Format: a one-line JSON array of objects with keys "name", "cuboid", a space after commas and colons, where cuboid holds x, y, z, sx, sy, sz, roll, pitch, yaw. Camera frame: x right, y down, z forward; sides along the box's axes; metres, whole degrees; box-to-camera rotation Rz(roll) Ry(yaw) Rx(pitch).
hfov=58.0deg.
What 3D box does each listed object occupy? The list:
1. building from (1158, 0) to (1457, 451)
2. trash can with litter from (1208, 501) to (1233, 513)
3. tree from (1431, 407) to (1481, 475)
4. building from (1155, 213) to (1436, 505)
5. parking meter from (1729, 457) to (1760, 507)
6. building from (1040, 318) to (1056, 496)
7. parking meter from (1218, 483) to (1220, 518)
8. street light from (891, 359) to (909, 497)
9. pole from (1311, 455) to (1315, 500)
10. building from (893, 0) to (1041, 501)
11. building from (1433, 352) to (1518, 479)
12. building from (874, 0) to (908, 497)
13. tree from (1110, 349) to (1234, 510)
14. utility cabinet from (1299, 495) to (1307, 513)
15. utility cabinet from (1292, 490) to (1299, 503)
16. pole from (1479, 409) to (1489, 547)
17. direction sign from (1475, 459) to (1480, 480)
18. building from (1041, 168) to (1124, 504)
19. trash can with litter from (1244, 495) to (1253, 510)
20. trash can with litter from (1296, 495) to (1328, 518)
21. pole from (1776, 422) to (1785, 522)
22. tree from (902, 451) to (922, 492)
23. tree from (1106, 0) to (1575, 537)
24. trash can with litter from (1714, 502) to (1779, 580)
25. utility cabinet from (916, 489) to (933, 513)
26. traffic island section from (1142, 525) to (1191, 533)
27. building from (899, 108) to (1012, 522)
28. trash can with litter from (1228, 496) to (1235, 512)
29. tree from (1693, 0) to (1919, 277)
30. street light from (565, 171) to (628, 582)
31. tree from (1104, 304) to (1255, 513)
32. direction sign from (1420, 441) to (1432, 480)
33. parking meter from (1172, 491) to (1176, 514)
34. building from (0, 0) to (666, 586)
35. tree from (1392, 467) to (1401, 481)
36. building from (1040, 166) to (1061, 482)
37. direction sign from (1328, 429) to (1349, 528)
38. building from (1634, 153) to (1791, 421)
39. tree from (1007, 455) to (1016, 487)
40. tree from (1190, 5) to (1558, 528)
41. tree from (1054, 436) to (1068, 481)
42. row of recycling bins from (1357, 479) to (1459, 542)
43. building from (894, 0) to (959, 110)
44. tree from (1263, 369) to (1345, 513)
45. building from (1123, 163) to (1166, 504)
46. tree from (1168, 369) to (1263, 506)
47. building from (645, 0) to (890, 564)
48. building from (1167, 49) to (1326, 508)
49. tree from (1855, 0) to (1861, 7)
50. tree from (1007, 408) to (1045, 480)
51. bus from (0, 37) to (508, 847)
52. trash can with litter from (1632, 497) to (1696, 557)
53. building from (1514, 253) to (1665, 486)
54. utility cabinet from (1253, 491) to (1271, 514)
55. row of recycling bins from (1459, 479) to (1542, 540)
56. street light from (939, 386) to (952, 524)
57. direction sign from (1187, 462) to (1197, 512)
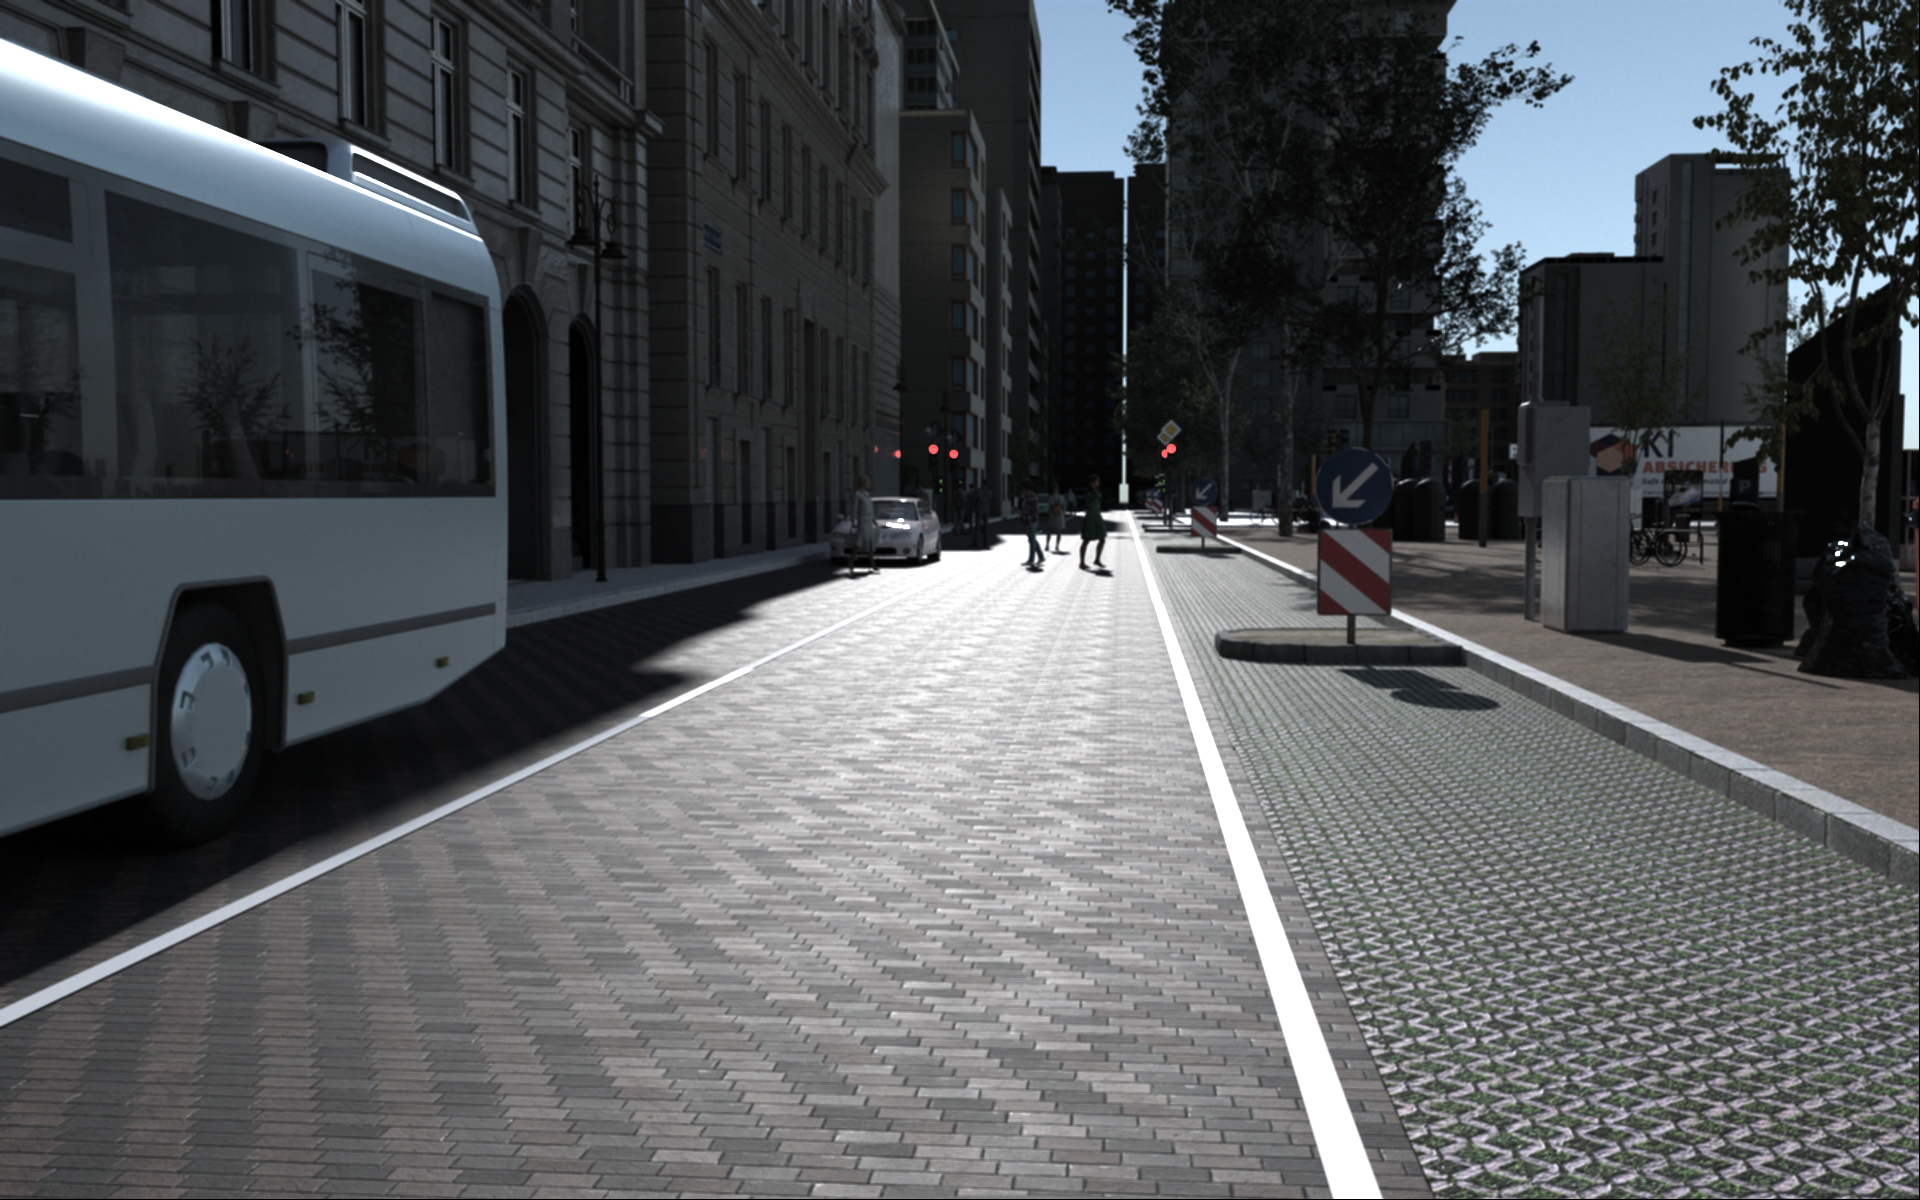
[{"name": "building", "cuboid": [35.499, -36.329, 183.212, 28.713, 52.752, 27.495, 0, 4, 5]}, {"name": "trash can with litter", "cuboid": [17.427, -6.530, 117.829, 2.233, 1.210, 1.678, 1, 4, 8]}, {"name": "tree", "cuboid": [40.670, -11.729, 142.138, 4.737, 8.622, 4.395, 0, 3, 0]}, {"name": "building", "cuboid": [39.962, -31.627, 208.986, 32.217, 40.220, 23.993, 0, 4, 5]}, {"name": "parking meter", "cuboid": [12.102, -1.287, 26.747, 0.399, 1.863, 0.255, 2, 4, 28]}, {"name": "building", "cuboid": [-4.138, -20.858, 186.069, 27.650, 21.520, 28.899, 0, 4, 5]}, {"name": "parking meter", "cuboid": [14.317, -5.443, 94.699, 0.399, 1.863, 0.255, -1, 4, -9]}, {"name": "street light", "cuboid": [-2.024, -5.299, 59.434, 0.468, 5.910, 1.993, 0, 4, 5]}, {"name": "pole", "cuboid": [18.320, -5.876, 89.908, 0.158, 3.312, 0.155, 0, 3, 0]}, {"name": "building", "cuboid": [-3.720, -32.795, 159.894, 21.300, 48.544, 21.600, 0, 4, 5]}, {"name": "building", "cuboid": [79.557, -24.159, 240.045, 28.899, 21.520, 27.650, 0, 4, 5]}, {"name": "building", "cuboid": [-11.477, -12.974, 61.283, 18.267, 20.994, 9.793, 0, 4, 5]}, {"name": "tree", "cuboid": [17.534, -14.204, 142.599, 12.009, 13.543, 11.850, 0, 3, 0]}, {"name": "utility cabinet", "cuboid": [22.026, -6.190, 112.364, 1.020, 1.237, 0.306, -2, 4, -29]}, {"name": "utility cabinet", "cuboid": [18.723, -5.497, 98.562, 0.318, 1.500, 1.173, -3, 5, -45]}, {"name": "pole", "cuboid": [12.650, -2.935, 41.829, 0.158, 3.312, 0.155, 0, 3, 0]}, {"name": "direction sign", "cuboid": [33.016, -7.282, 111.061, 0.379, 3.537, 0.876, -3, 5, -44]}, {"name": "building", "cuboid": [15.434, -36.049, 239.503, 14.200, 45.320, 14.600, 0, 4, 5]}, {"name": "trash can with litter", "cuboid": [23.099, -7.741, 137.623, 1.678, 1.210, 2.233, 2, 4, 35]}, {"name": "trash can with litter", "cuboid": [18.907, -5.085, 94.195, 2.233, 1.210, 1.678, 1, 4, 13]}, {"name": "pole", "cuboid": [22.989, -3.342, 48.479, 0.158, 3.312, 0.155, 0, 3, 0]}, {"name": "tree", "cuboid": [-2.564, -4.453, 67.413, 1.663, 3.219, 1.824, 0, 3, 0]}, {"name": "tree", "cuboid": [10.628, -11.912, 50.643, 12.611, 20.169, 13.585, 0, 3, 0]}, {"name": "trash can with litter", "cuboid": [11.655, -0.866, 25.546, 1.055, 1.170, 0.624, -3, 5, -40]}, {"name": "utility cabinet", "cuboid": [-1.487, -4.006, 74.170, 0.318, 1.500, 1.173, 2, 4, 26]}, {"name": "traffic island section", "cuboid": [7.951, -2.629, 65.257, 2.009, 0.180, 2.903, 0, 4, 5]}, {"name": "building", "cuboid": [-11.943, -15.202, 93.596, 27.650, 21.520, 28.899, 0, 4, 5]}, {"name": "trash can with litter", "cuboid": [19.467, -6.910, 124.369, 0.624, 1.170, 1.055, -1, 4, -14]}, {"name": "tree", "cuboid": [9.488, -4.124, 17.794, 4.737, 8.622, 4.395, 0, 3, 0]}, {"name": "street light", "cuboid": [-5.258, -3.207, 25.222, 0.468, 5.910, 1.993, 0, 4, 5]}, {"name": "tree", "cuboid": [14.558, -12.724, 114.691, 9.857, 13.997, 8.962, 0, 3, 0]}, {"name": "direction sign", "cuboid": [19.813, -5.001, 73.765, 0.379, 3.537, 0.876, -1, 4, -16]}, {"name": "parking meter", "cuboid": [13.838, -6.357, 112.353, 0.372, 1.533, 0.369, 0, 3, 0]}, {"name": "building", "cuboid": [-12.424, -10.858, 19.323, 13.314, 21.916, 24.055, 0, 4, 5]}, {"name": "tree", "cuboid": [31.628, -8.003, 125.457, 1.663, 3.219, 1.824, 0, 3, 0]}, {"name": "building", "cuboid": [5.638, -32.678, 217.875, 14.086, 41.232, 14.154, 0, 4, 5]}, {"name": "direction sign", "cuboid": [13.288, -4.213, 60.882, 0.876, 3.537, 0.379, -2, 4, -25]}, {"name": "building", "cuboid": [90.623, -32.208, 210.201, 14.086, 41.232, 14.154, 0, 4, 5]}, {"name": "tree", "cuboid": [2.037, -8.040, 115.163, 4.285, 4.588, 4.351, 0, 3, 0]}, {"name": "tree", "cuboid": [7.842, -6.101, 34.165, 7.601, 10.594, 8.767, -2, 4, -29]}, {"name": "tree", "cuboid": [10.870, -15.800, 208.696, 4.360, 8.622, 3.978, 0, 3, 0]}, {"name": "row of recycling bins", "cuboid": [12.280, -2.523, 48.368, 1.069, 1.692, 3.534, -1, 4, -22]}, {"name": "building", "cuboid": [-13.405, -26.847, 130.826, 32.217, 40.220, 23.993, 0, 4, 5]}, {"name": "tree", "cuboid": [20.551, -9.311, 102.596, 4.360, 8.622, 3.978, 0, 3, 0]}, {"name": "building", "cuboid": [29.920, -35.893, 236.962, 14.200, 45.320, 14.600, 0, 4, 5]}, {"name": "tree", "cuboid": [14.764, -9.293, 102.302, 4.360, 8.622, 3.978, 0, 3, 0]}, {"name": "building", "cuboid": [-9.391, -15.061, 43.516, 12.463, 27.353, 25.104, 0, 4, 5]}, {"name": "building", "cuboid": [26.623, -29.355, 163.548, 14.154, 41.232, 14.086, 0, 4, 5]}, {"name": "tree", "cuboid": [5.669, -3.505, 7.670, 4.360, 8.622, 3.978, 0, 3, 0]}, {"name": "tree", "cuboid": [5.343, -11.991, 146.409, 4.737, 8.622, 4.395, 0, 3, 0]}, {"name": "bus", "cuboid": [-4.493, -0.556, 3.952, 2.948, 3.499, 13.247, 0, 4, 4]}, {"name": "trash can with litter", "cuboid": [14.425, -1.530, 36.067, 1.678, 1.210, 2.233, 2, 4, 35]}, {"name": "building", "cuboid": [76.511, -26.901, 211.532, 14.107, 30.474, 14.160, 0, 4, 5]}, {"name": "utility cabinet", "cuboid": [19.549, -6.328, 112.134, 1.173, 1.500, 0.318, 1, 4, 11]}, {"name": "row of recycling bins", "cuboid": [15.897, -2.566, 49.064, 3.534, 1.692, 1.069, -1, 4, -9]}, {"name": "street light", "cuboid": [-0.620, -6.208, 74.296, 0.468, 5.910, 1.993, 0, 4, 5]}, {"name": "direction sign", "cuboid": [16.557, -8.057, 123.734, 0.876, 3.537, 0.379, -2, 4, -35]}]
